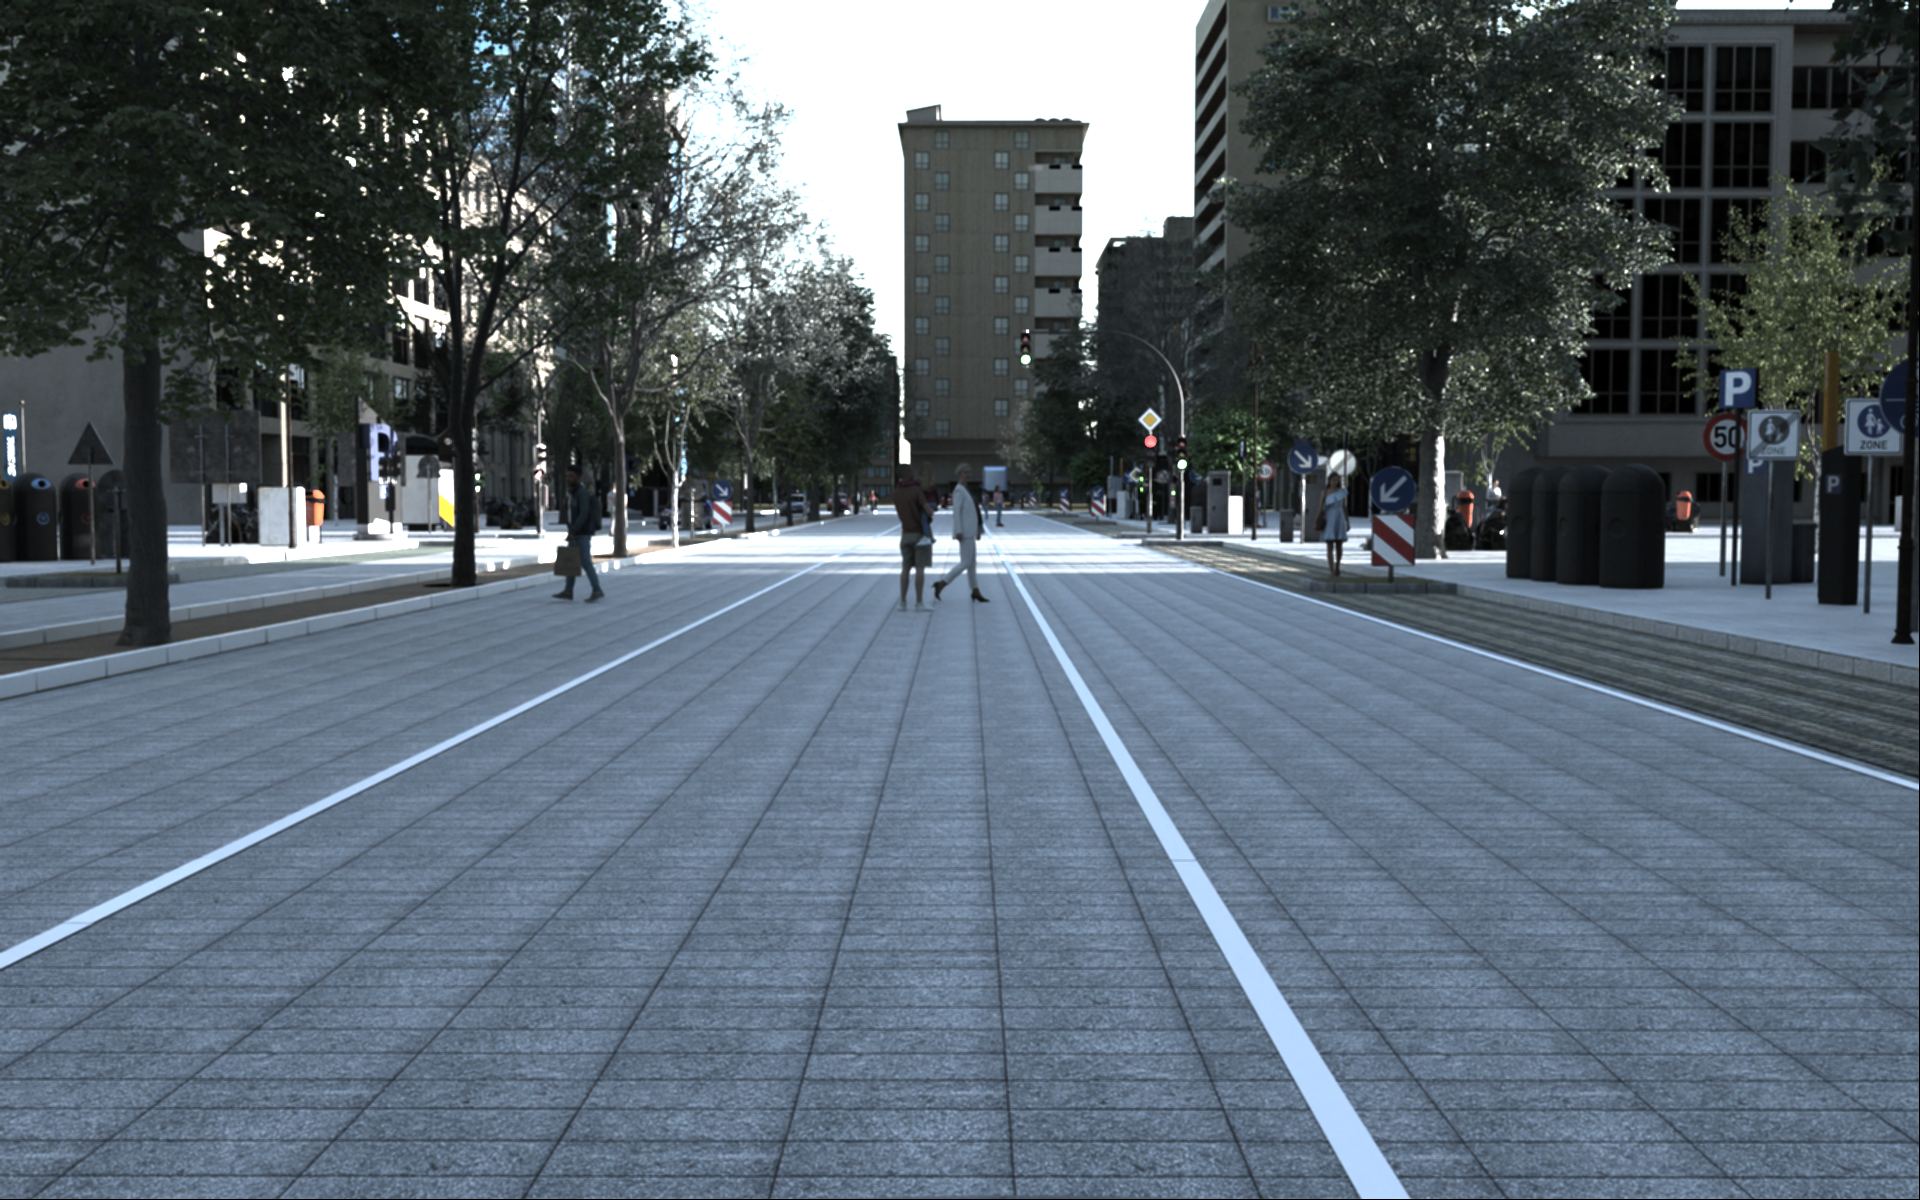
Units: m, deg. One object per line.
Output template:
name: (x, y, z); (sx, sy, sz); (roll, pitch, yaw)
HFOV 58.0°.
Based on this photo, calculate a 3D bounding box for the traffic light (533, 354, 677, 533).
traffic light: (-11.618, -5.003, 56.468); (4.771, 5.953, 1.251); (0, 4, 0)

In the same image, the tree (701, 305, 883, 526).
tree: (-7.574, -8.597, 77.438); (8.767, 10.594, 7.601); (0, 4, 0)

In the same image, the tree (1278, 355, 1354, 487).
tree: (18.822, -8.508, 89.461); (4.360, 8.622, 3.978); (0, 3, 0)

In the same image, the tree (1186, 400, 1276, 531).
tree: (9.464, -4.726, 60.977); (4.285, 4.588, 4.351); (0, 3, 0)

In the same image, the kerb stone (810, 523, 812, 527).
kerb stone: (-6.538, -3.168, 73.998); (0.120, 0.150, 1.000); (0, 4, 0)

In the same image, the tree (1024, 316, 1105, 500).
tree: (9.524, -13.109, 120.982); (9.857, 13.997, 8.962); (0, 3, 0)

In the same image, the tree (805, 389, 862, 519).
tree: (-7.321, -8.967, 99.423); (4.360, 8.622, 3.978); (0, 3, 0)

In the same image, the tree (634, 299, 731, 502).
tree: (-16.467, -10.859, 95.665); (7.486, 12.596, 7.792); (0, 3, 0)

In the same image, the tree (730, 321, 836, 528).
tree: (-7.595, -7.243, 71.240); (4.737, 8.622, 4.395); (0, 3, 0)

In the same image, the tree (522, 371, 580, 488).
tree: (-23.076, -9.176, 100.392); (4.360, 8.622, 3.978); (0, 3, 0)

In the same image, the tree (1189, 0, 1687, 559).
tree: (9.280, -7.802, 34.219); (9.857, 13.997, 8.962); (0, 3, 0)

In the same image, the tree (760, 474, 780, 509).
tree: (-15.793, -9.177, 144.639); (1.663, 3.219, 1.824); (0, 3, 0)

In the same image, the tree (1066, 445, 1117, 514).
tree: (8.658, -7.967, 113.980); (4.285, 4.588, 4.351); (0, 3, 0)

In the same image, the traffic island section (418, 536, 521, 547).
traffic island section: (-13.774, -1.609, 48.589); (2.009, 0.180, 2.903); (0, 4, 0)

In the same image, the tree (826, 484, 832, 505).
tree: (-15.686, -13.131, 209.298); (1.663, 3.219, 1.824); (0, 3, 0)

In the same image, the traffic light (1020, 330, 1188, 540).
traffic light: (4.035, -4.502, 48.276); (4.771, 5.953, 1.251); (0, 4, 0)

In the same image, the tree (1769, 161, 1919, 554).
tree: (18.630, -5.299, 36.999); (4.737, 8.622, 4.395); (0, 3, 0)

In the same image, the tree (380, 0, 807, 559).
tree: (-7.568, -7.670, 38.229); (12.009, 13.543, 11.850); (0, 3, 0)

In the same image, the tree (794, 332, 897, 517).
tree: (-7.726, -11.349, 106.142); (7.486, 12.596, 7.792); (0, 3, 0)

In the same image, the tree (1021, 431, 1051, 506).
tree: (8.778, -14.769, 191.840); (4.360, 8.622, 3.978); (0, 3, 0)

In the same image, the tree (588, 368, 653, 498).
tree: (-24.816, -11.272, 118.711); (8.767, 10.594, 7.601); (0, 4, 4)

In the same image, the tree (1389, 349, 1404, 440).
tree: (20.014, -7.275, 69.301); (4.737, 8.622, 4.395); (0, 3, 0)

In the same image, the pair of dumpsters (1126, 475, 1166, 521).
pair of dumpsters: (9.200, -5.086, 85.656); (1.574, 2.255, 4.437); (0, 4, 0)

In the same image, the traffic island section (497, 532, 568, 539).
traffic island section: (-13.750, -2.097, 56.574); (2.009, 0.180, 2.903); (0, 4, 0)

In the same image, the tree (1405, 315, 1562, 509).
tree: (19.384, -6.871, 62.696); (4.737, 8.622, 4.395); (0, 3, 0)

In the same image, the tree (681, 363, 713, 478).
tree: (-16.445, -13.692, 130.520); (9.857, 13.997, 8.962); (0, 3, 0)

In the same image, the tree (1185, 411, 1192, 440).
tree: (18.342, -10.469, 121.526); (4.737, 8.622, 4.395); (0, 3, 0)

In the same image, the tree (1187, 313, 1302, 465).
tree: (17.965, -11.621, 108.122); (7.486, 12.596, 7.792); (0, 3, 0)

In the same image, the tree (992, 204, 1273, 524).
tree: (8.955, -9.989, 73.696); (12.009, 13.543, 11.850); (0, 3, 0)

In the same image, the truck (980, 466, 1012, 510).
truck: (3.399, -10.531, 161.935); (2.967, 4.110, 18.799); (0, 4, 0)

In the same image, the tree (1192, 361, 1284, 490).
tree: (15.424, -8.831, 94.748); (4.737, 8.622, 4.395); (0, 3, 0)

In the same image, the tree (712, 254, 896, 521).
tree: (-7.764, -11.159, 91.567); (9.857, 13.997, 8.962); (0, 3, 0)

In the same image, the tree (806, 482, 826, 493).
tree: (-15.694, -11.566, 183.703); (1.663, 3.219, 1.824); (0, 3, 0)

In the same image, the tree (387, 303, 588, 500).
tree: (-24.137, -9.147, 83.965); (8.767, 10.594, 7.601); (2, 4, 23)

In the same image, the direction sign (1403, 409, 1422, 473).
direction sign: (12.091, -3.272, 45.492); (0.876, 3.537, 0.379); (0, 4, 7)

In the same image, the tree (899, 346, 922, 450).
tree: (-7.547, -9.122, 61.971); (12.009, 13.543, 11.850); (0, 3, 0)

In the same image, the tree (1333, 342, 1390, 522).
tree: (18.620, -7.838, 78.517); (4.737, 8.622, 4.395); (0, 3, 0)

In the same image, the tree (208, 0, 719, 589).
tree: (-7.527, -5.992, 26.190); (9.928, 11.665, 9.643); (0, 3, 0)

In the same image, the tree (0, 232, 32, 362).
tree: (-23.836, -5.504, 40.356); (4.360, 8.622, 3.978); (0, 3, 0)

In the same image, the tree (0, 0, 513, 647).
tree: (-7.793, -5.862, 16.434); (7.486, 12.596, 7.792); (0, 3, 0)

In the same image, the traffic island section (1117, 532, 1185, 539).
traffic island section: (6.191, -2.094, 56.509); (2.009, 0.180, 2.903); (0, 4, 0)

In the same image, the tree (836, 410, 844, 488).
tree: (-7.538, -8.039, 84.263); (4.737, 8.622, 4.395); (0, 3, 0)

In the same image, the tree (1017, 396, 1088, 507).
tree: (9.396, -15.362, 176.923); (9.928, 11.665, 9.643); (0, 3, 0)

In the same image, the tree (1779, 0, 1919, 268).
tree: (8.085, -5.498, 6.906); (9.611, 12.733, 9.660); (0, 3, 0)

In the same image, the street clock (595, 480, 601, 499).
street clock: (-18.758, -5.217, 89.869); (0.358, 2.002, 0.471); (-1, 4, -14)

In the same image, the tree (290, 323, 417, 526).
tree: (-26.223, -7.670, 75.769); (4.737, 8.622, 4.395); (0, 3, 0)

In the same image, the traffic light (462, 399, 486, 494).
traffic light: (-13.734, -3.641, 48.454); (0.839, 4.253, 0.868); (0, 4, 0)

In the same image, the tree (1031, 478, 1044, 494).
tree: (9.000, -12.669, 201.746); (1.663, 3.219, 1.824); (0, 3, 0)

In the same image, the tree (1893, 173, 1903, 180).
tree: (15.848, -4.596, 25.507); (4.360, 8.622, 3.978); (0, 3, 0)

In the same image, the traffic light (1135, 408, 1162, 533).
traffic light: (6.151, -4.127, 56.396); (0.839, 4.253, 0.868); (0, 4, 0)

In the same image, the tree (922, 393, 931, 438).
tree: (-6.964, -12.423, 115.940); (12.009, 13.543, 11.850); (0, 3, 0)

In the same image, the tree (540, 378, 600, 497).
tree: (-24.243, -9.577, 106.949); (4.737, 8.622, 4.395); (0, 3, 0)

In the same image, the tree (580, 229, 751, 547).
tree: (-7.705, -5.739, 46.648); (4.360, 8.622, 3.978); (0, 3, 0)
